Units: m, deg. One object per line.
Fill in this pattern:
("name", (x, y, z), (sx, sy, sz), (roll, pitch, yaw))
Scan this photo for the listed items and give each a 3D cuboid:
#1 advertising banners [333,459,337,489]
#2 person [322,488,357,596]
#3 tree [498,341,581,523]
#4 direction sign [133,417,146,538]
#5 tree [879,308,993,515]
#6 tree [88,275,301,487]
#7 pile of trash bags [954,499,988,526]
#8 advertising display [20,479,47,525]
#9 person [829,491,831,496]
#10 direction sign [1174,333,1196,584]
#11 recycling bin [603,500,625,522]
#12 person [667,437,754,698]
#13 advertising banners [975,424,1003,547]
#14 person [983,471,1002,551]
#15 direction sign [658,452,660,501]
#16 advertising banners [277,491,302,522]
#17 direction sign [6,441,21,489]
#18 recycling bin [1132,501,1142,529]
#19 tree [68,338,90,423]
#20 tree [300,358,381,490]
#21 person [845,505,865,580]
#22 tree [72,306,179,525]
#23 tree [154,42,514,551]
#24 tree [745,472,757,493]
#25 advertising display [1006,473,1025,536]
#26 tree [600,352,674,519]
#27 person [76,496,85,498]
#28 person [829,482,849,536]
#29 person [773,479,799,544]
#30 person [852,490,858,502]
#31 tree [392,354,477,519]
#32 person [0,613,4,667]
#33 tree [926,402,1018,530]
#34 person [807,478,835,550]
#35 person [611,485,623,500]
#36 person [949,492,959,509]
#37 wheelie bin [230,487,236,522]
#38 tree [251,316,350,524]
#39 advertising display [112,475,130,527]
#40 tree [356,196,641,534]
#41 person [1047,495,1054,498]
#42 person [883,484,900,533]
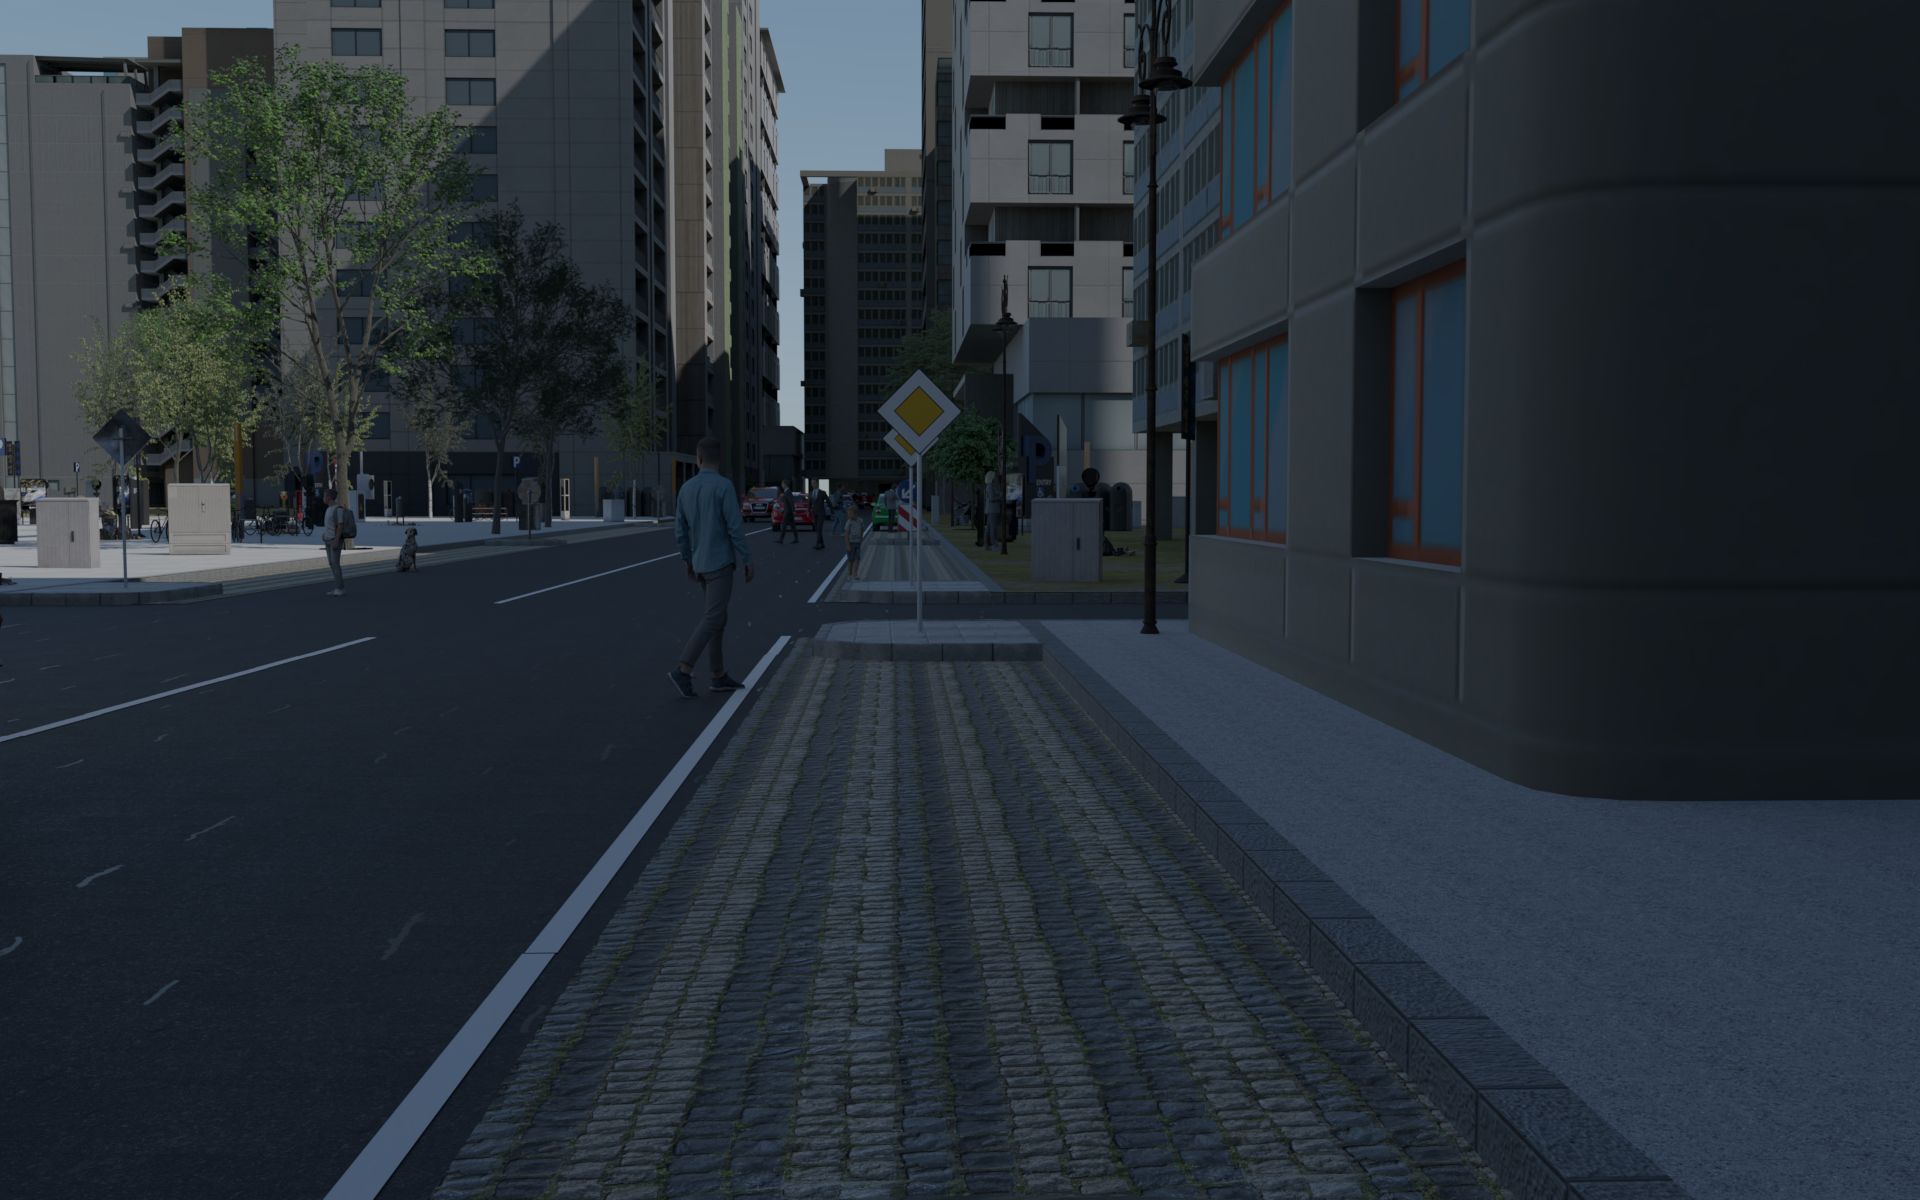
("advertising banners", (-30.554, -5.519, 86.426), (0.090, 3.025, 2.074), (1, 4, 19))
("person", (-8.848, -0.823, 24.547), (0.503, 1.515, 0.523), (1, 4, 19))
("tree", (-18.155, -7.652, 75.466), (4.360, 8.622, 3.978), (0, 3, 0))
("direction sign", (-24.255, -3.614, 51.084), (0.379, 3.537, 0.876), (-2, 4, -35))
("tree", (-1.164, -11.476, 105.756), (7.486, 12.596, 7.792), (0, 3, 0))
("tree", (-25.462, -6.576, 57.881), (4.737, 8.622, 4.395), (0, 3, 0))
("pile of trash bags", (1.406, -3.714, 70.480), (3.447, 1.369, 1.912), (0, 4, -7))
("advertising display", (-39.082, -4.150, 73.072), (0.974, 1.923, 0.123), (-2, 4, -33))
("person", (-12.842, -9.981, 172.426), (0.721, 1.736, 1.217), (0, 4, 2))
("direction sign", (3.280, -2.013, 24.906), (0.379, 3.537, 0.876), (1, 4, 19))
("recycling bin", (-15.852, -4.083, 79.310), (0.722, 1.027, 0.722), (3, 5, 44))
("person", (-1.844, -0.248, 12.420), (0.748, 1.841, 0.638), (-3, 5, -40))
("advertising banners", (0.770, -2.860, 42.949), (0.090, 3.025, 2.074), (1, 4, 21))
("person", (0.787, -2.027, 39.362), (0.526, 1.800, 0.537), (1, 4, 15))
("direction sign", (-16.302, -6.228, 93.822), (0.379, 3.537, 0.876), (0, 4, -6))
("advertising banners", (-30.734, -5.168, 80.690), (2.074, 3.025, 0.090), (-1, 4, -11))
("direction sign", (-40.282, -5.003, 73.791), (0.876, 3.537, 0.379), (2, 4, 28))
("recycling bin", (6.347, -3.190, 64.706), (0.722, 1.027, 0.722), (-1, 4, -10))
("tree", (-37.291, -7.738, 76.871), (4.737, 8.622, 4.395), (0, 3, 0))
("tree", (-33.291, -8.668, 92.085), (4.737, 8.622, 4.395), (0, 3, 0))
("person", (-1.744, -0.955, 28.803), (0.332, 1.250, 0.352), (0, 4, 7))
("tree", (-32.938, -7.201, 68.095), (4.360, 8.622, 3.978), (0, 3, 0))
("tree", (-14.186, -6.969, 39.695), (9.928, 11.665, 9.643), (0, 3, 0))
("tree", (-18.332, -9.531, 150.440), (1.663, 3.219, 1.824), (0, 3, 0))
("advertising display", (1.657, -2.975, 53.853), (0.123, 1.923, 0.974), (-3, 5, -40))
("tree", (-16.893, -8.525, 89.740), (4.737, 8.622, 4.395), (0, 3, 0))
("person", (-17.973, -1.521, 35.598), (0.352, 1.250, 0.332), (-2, 4, -29))
("person", (-4.045, -3.048, 58.318), (0.713, 1.824, 0.794), (1, 4, 11))
("person", (-5.010, -2.548, 49.929), (0.755, 1.850, 0.659), (0, 4, 4))
("person", (-7.011, -6.372, 113.513), (0.721, 1.723, 1.217), (-2, 4, -32))
("tree", (-27.122, -8.493, 89.219), (4.360, 8.622, 3.978), (0, 3, 0))
("person", (-4.646, 0.050, 7.782), (0.616, 1.811, 0.778), (-2, 4, -35))
("tree", (0.489, -4.779, 61.847), (4.285, 4.588, 4.351), (0, 3, 0))
("person", (-3.670, -2.220, 44.568), (0.659, 1.850, 0.755), (2, 4, 30))
("person", (-18.677, -5.402, 94.538), (0.661, 1.801, 0.590), (1, 4, 12))
("person", (-0.382, -6.045, 108.099), (0.599, 1.433, 0.991), (-3, 5, -42))
("wheelie bin", (-33.063, -4.311, 78.397), (0.693, 1.594, 0.980), (3, 5, 40))
("tree", (-27.352, -7.439, 71.991), (4.360, 8.622, 3.978), (0, 3, 0))
("advertising display", (-28.543, -3.288, 58.973), (0.123, 1.923, 0.974), (0, 4, 0))
("tree", (-14.686, -7.364, 54.811), (8.767, 10.594, 7.601), (-2, 4, -32))
("person", (2.260, -1.993, 43.315), (0.332, 1.250, 0.352), (-1, 4, -13))
("person", (-2.499, -3.360, 63.614), (0.473, 1.802, 0.592), (-3, 5, -43))
